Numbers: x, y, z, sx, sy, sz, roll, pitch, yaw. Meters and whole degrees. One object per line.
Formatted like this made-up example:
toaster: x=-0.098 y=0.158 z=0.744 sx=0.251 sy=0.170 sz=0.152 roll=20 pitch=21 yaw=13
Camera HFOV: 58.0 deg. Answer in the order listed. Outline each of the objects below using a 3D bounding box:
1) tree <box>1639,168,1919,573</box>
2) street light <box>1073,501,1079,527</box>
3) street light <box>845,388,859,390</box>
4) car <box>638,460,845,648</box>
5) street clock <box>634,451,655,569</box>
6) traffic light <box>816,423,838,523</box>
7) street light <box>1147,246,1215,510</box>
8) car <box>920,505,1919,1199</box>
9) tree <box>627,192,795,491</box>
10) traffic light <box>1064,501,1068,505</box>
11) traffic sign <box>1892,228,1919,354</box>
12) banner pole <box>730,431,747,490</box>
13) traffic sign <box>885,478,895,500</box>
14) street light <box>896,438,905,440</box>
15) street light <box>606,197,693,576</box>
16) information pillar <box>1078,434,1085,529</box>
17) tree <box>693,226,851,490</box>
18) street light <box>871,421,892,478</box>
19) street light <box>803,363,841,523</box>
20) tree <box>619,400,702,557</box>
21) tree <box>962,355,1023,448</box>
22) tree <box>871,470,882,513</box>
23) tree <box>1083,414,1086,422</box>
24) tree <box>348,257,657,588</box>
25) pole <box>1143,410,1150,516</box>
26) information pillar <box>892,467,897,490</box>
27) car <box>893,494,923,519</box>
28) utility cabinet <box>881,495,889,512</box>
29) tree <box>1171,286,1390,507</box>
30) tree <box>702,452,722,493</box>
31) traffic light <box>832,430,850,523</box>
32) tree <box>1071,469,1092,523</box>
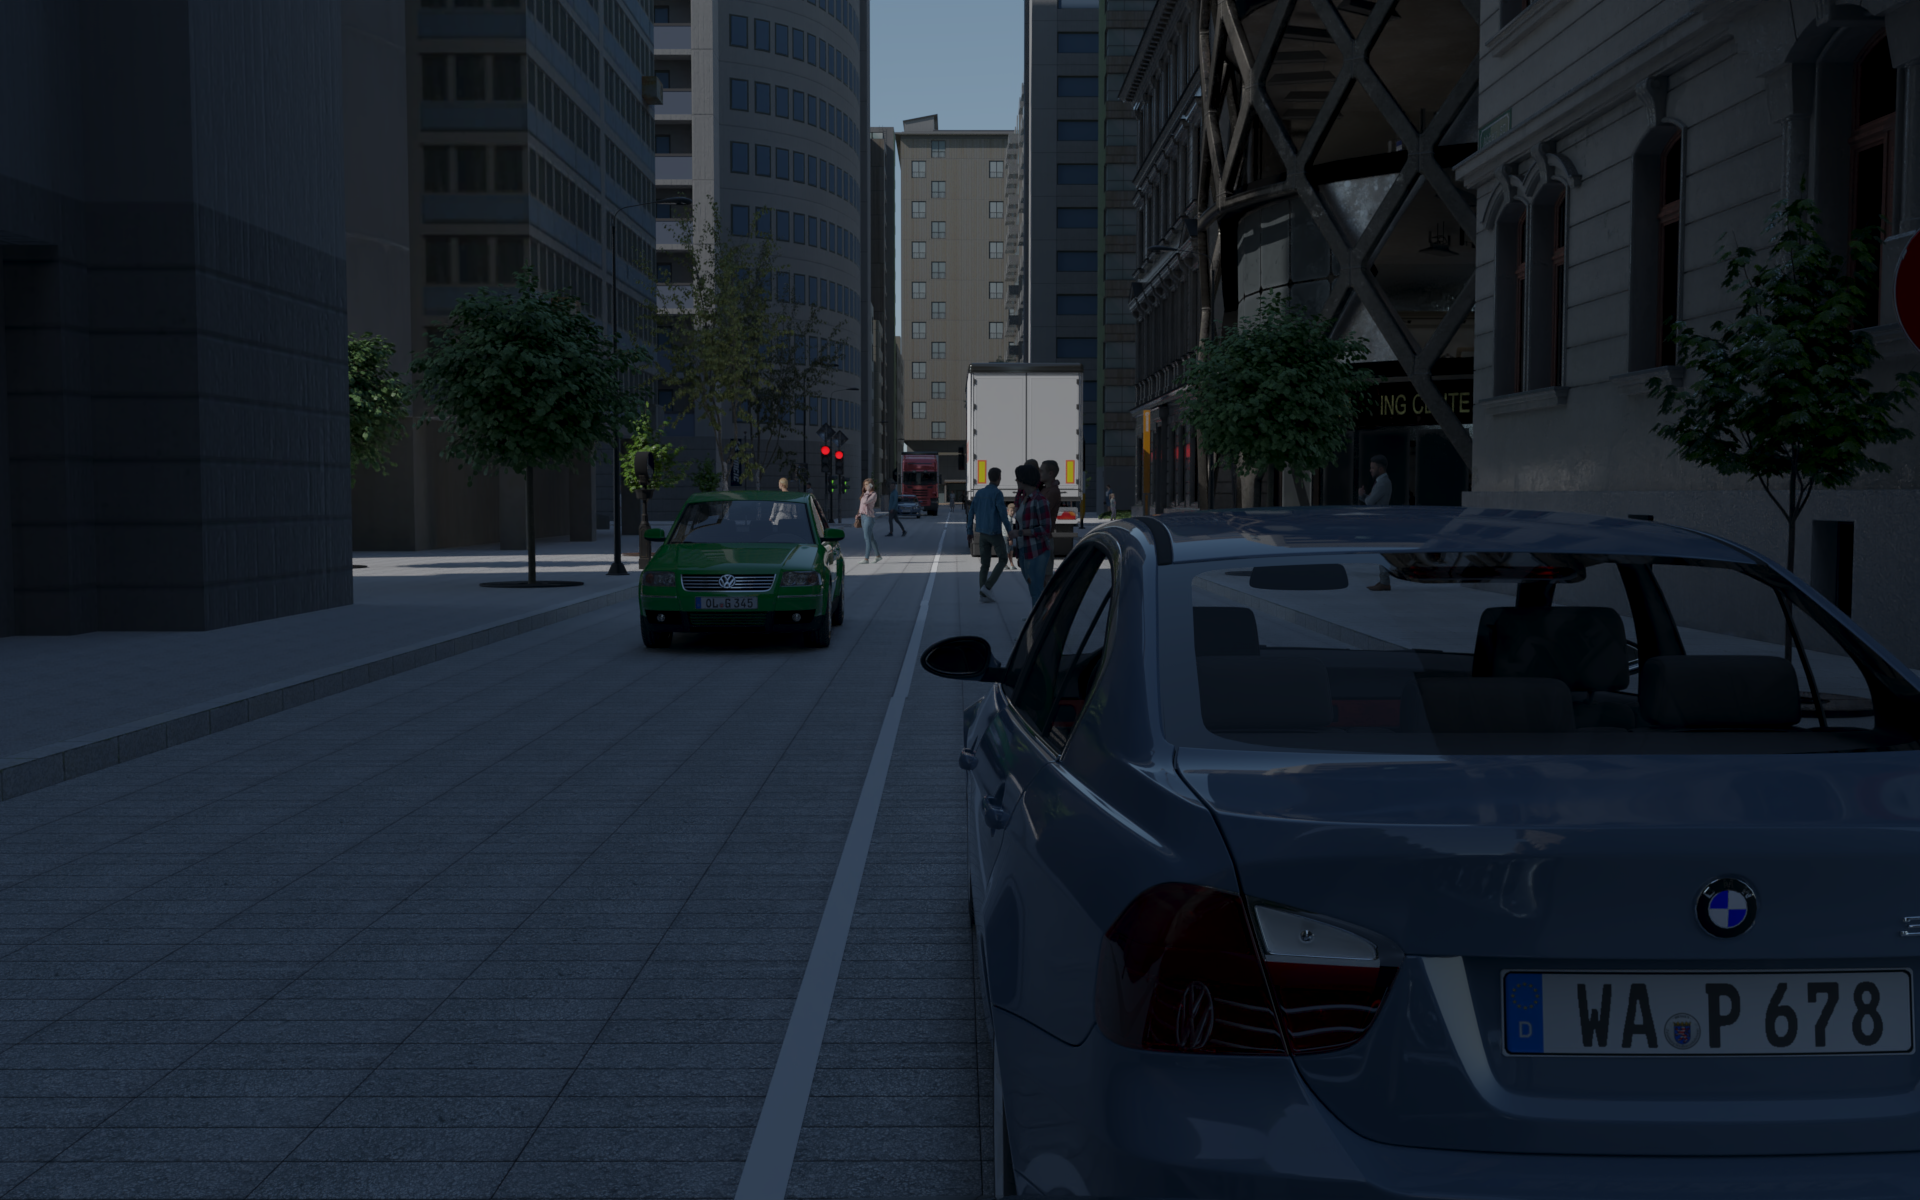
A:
tree: x=5.102 y=-0.963 z=10.352 sx=1.663 sy=3.219 sz=1.824 roll=0 pitch=3 yaw=0
street light: x=3.964 y=-5.831 z=67.879 sx=1.470 sy=5.913 sz=1.316 roll=0 pitch=4 yaw=0
street light: x=-5.096 y=-6.311 z=75.725 sx=1.470 sy=5.913 sz=1.316 roll=0 pitch=4 yaw=0
car: x=-2.120 y=-0.536 z=17.553 sx=1.959 sy=1.807 sz=4.718 roll=0 pitch=4 yaw=-2
street clock: x=-5.366 y=-1.524 z=29.491 sx=0.358 sy=2.002 sz=0.471 roll=0 pitch=4 yaw=6
traffic light: x=-5.227 y=-4.827 z=67.849 sx=0.839 sy=4.253 sz=0.868 roll=0 pitch=4 yaw=0
street light: x=4.193 y=-3.670 z=32.548 sx=1.470 sy=5.913 sz=1.316 roll=0 pitch=4 yaw=0
car: x=0.904 y=0.472 z=4.285 sx=2.014 sy=1.417 sz=4.499 roll=0 pitch=4 yaw=-1
tree: x=-5.839 y=-5.595 z=41.848 sx=4.737 sy=8.622 sz=4.395 roll=0 pitch=3 yaw=0
traffic light: x=4.134 y=-4.830 z=67.892 sx=0.839 sy=4.253 sz=0.868 roll=0 pitch=4 yaw=0
traffic sign: x=4.435 y=-0.456 z=7.568 sx=0.768 sy=2.556 sz=0.104 roll=0 pitch=4 yaw=7
banner pole: x=-8.711 y=-4.806 z=68.602 sx=0.863 sy=3.779 sz=0.401 roll=1 pitch=4 yaw=9
traffic sign: x=-5.548 y=-8.380 z=137.111 sx=0.768 sy=2.556 sz=0.104 roll=0 pitch=4 yaw=5
street light: x=-5.317 y=-10.523 z=144.585 sx=1.470 sy=5.913 sz=1.316 roll=0 pitch=4 yaw=0
street light: x=-4.879 y=-3.346 z=27.240 sx=1.470 sy=5.913 sz=1.316 roll=0 pitch=4 yaw=0
information pillar: x=4.514 y=-4.427 z=63.738 sx=0.183 sy=3.616 sz=0.504 roll=-1 pitch=4 yaw=-9
tree: x=-5.445 y=-5.977 z=48.080 sx=4.360 sy=8.622 sz=3.978 roll=0 pitch=3 yaw=0
street light: x=-5.252 y=-8.417 z=110.155 sx=1.470 sy=5.913 sz=1.316 roll=0 pitch=4 yaw=0
street light: x=-4.995 y=-5.451 z=61.670 sx=1.470 sy=5.913 sz=1.316 roll=0 pitch=4 yaw=0
tree: x=-6.496 y=-2.519 z=35.787 sx=1.663 sy=3.219 sz=1.824 roll=0 pitch=3 yaw=0
tree: x=4.802 y=-15.338 z=157.432 sx=9.857 sy=13.997 sz=8.962 roll=0 pitch=3 yaw=0
tree: x=-6.077 y=-7.475 z=116.813 sx=1.663 sy=3.219 sz=1.824 roll=0 pitch=3 yaw=0
tree: x=5.031 y=-9.333 z=102.950 sx=4.737 sy=8.622 sz=4.395 roll=0 pitch=3 yaw=0
tree: x=-6.087 y=-2.479 z=24.251 sx=4.285 sy=4.588 sz=4.351 roll=0 pitch=3 yaw=0
pole: x=4.544 y=-2.958 z=42.208 sx=0.158 sy=3.312 sz=0.155 roll=0 pitch=3 yaw=0
information pillar: x=-5.609 y=-9.679 z=149.605 sx=0.504 sy=3.616 sz=0.183 roll=-2 pitch=4 yaw=-35
car: x=-3.215 y=-5.552 z=102.782 sx=2.014 sy=1.417 sz=4.499 roll=0 pitch=4 yaw=-2
utility cabinet: x=-5.552 y=-7.131 z=127.751 sx=0.306 sy=1.237 sz=1.020 roll=1 pitch=4 yaw=18
tree: x=5.027 y=-2.675 z=27.445 sx=4.285 sy=4.588 sz=4.351 roll=0 pitch=3 yaw=0
tree: x=-11.576 y=-5.214 z=79.853 sx=1.663 sy=3.219 sz=1.824 roll=0 pitch=3 yaw=0
traffic light: x=-5.251 y=-5.316 z=75.834 sx=0.839 sy=4.253 sz=0.868 roll=0 pitch=4 yaw=0
tree: x=4.897 y=-5.083 z=77.715 sx=1.663 sy=3.219 sz=1.824 roll=0 pitch=3 yaw=0
